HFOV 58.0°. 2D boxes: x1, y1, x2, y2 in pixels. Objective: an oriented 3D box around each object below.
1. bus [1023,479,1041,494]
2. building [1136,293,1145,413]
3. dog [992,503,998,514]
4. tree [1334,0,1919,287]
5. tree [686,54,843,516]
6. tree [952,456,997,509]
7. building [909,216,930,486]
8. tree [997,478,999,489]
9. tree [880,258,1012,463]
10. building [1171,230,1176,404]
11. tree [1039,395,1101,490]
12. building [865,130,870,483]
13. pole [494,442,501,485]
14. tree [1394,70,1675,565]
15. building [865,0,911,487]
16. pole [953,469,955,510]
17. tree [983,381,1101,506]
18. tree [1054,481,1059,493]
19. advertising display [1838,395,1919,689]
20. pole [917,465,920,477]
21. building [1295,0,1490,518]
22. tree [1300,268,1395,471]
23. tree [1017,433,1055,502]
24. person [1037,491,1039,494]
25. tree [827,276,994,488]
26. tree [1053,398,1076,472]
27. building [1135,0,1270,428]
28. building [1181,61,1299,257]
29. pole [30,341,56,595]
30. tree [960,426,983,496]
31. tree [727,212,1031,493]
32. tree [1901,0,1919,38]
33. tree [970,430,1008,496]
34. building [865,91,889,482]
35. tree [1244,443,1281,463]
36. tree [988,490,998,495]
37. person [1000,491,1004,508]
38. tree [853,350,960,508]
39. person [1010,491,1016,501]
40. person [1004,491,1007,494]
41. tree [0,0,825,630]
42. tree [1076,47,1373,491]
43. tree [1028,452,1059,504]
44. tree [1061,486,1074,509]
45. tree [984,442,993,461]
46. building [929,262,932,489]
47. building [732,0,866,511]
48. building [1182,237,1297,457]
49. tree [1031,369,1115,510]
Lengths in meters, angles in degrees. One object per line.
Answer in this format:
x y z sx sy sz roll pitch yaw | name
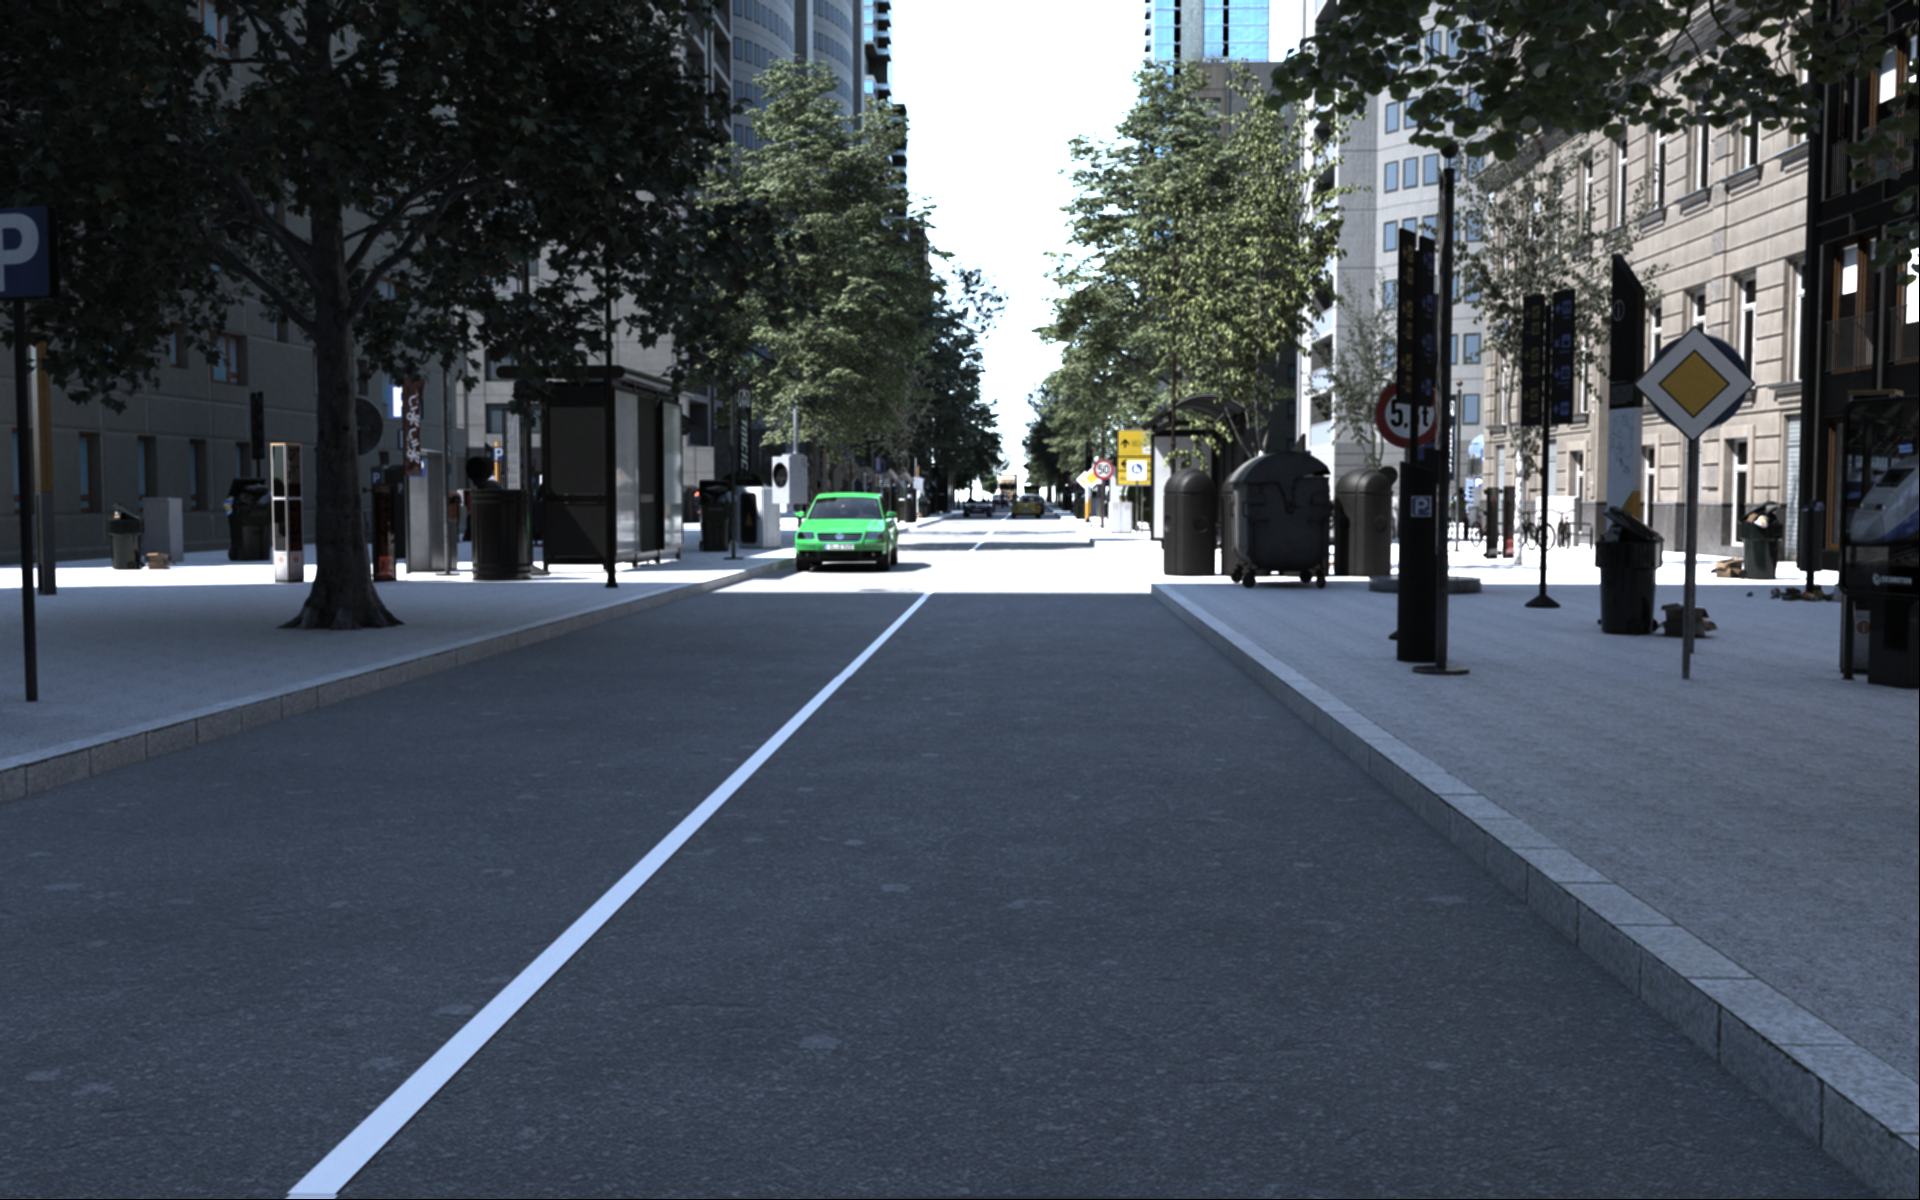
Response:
11.550 -17.564 278.724 2.896 3.916 12.252 0 4 2 | bus
42.631 -36.895 295.116 32.217 40.220 23.993 0 4 2 | building
2.247 -6.459 122.443 0.513 0.831 0.800 -2 4 -30 | dog
3.709 -5.375 6.014 7.486 12.596 7.792 0 3 0 | tree
-3.975 -7.815 45.898 7.486 12.596 7.792 0 3 0 | tree
-0.111 -9.872 145.118 4.285 4.588 4.351 0 3 0 | tree
-12.268 -38.653 282.079 14.600 45.320 14.200 0 4 2 | building
4.349 -16.630 255.605 4.285 4.588 4.351 0 3 0 | tree
-2.975 -16.749 129.739 12.611 20.169 13.585 0 3 0 | tree
29.050 -25.101 182.106 14.160 30.474 14.107 0 4 2 | building
7.534 -9.849 111.397 4.360 8.622 3.978 0 3 0 | tree
-17.273 -30.663 184.936 14.154 41.232 14.086 0 4 2 | building
-17.991 -4.500 67.412 0.158 3.312 0.155 0 3 0 | pole
10.297 -4.929 30.949 4.360 8.622 3.978 0 3 0 | tree
-17.648 -57.847 258.462 22.319 86.520 31.000 0 4 2 | building
-0.477 -8.940 140.008 0.158 3.312 0.155 0 3 0 | pole
10.314 -16.515 180.397 12.009 13.543 11.850 0 3 0 | tree
12.691 -13.784 219.977 1.663 3.219 1.824 0 3 0 | tree
6.239 -0.385 11.516 0.123 1.923 0.974 -1 4 -12 | advertising display
-2.903 -7.847 122.135 0.158 3.312 0.155 0 3 0 | pole
33.743 -33.692 92.860 28.212 58.520 21.231 0 4 2 | building
13.130 -6.440 55.651 4.360 8.622 3.978 0 3 0 | tree
14.857 -23.639 293.151 9.857 13.997 8.962 0 3 0 | tree
9.184 -11.894 202.976 0.705 1.824 1.348 -1 4 -16 | person
-2.838 -11.869 100.720 9.857 13.997 8.962 0 3 0 | tree
9.031 -11.060 131.197 4.737 8.622 4.395 0 3 0 | tree
36.056 -58.338 266.501 22.319 86.520 31.000 0 4 2 | building
28.223 -29.598 167.514 14.154 41.232 14.086 0 4 2 | building
-11.649 -1.722 22.000 0.158 3.312 0.155 0 3 0 | pole
-0.872 -12.540 155.399 4.360 8.622 3.978 0 3 0 | tree
-4.520 -8.294 61.360 9.928 11.665 9.643 0 3 0 | tree
10.783 -3.961 15.117 4.360 8.622 3.978 0 3 0 | tree
2.630 -17.875 226.666 7.601 10.594 8.767 -1 4 -15 | tree
-19.836 -35.435 203.071 21.300 48.544 21.600 0 4 2 | building
19.222 -7.625 108.374 4.285 4.588 4.351 0 3 0 | tree
5.265 -17.178 275.459 1.663 3.219 1.824 0 3 0 | tree
4.253 -10.232 176.515 0.721 1.735 1.217 -1 4 -12 | person
-2.970 -8.226 84.858 4.360 8.622 3.978 0 3 0 | tree
6.347 -11.757 201.443 1.217 1.735 0.721 -1 4 -13 | person
5.647 -12.597 214.327 0.709 1.838 0.599 1 4 22 | person
-6.108 -6.081 16.429 9.611 12.733 9.660 0 3 0 | tree
4.896 -4.807 28.961 4.737 8.622 4.395 0 3 0 | tree
13.268 -18.383 234.978 8.767 10.594 7.601 -1 4 -17 | tree
10.132 -9.625 151.967 1.663 3.219 1.824 0 3 0 | tree
2.039 -15.546 204.544 4.360 8.622 3.978 0 3 0 | tree
-12.254 -37.495 296.628 14.154 41.232 14.086 0 4 2 | building
-20.709 -38.007 163.420 21.231 58.520 28.212 0 4 2 | building
31.096 -17.468 130.636 27.650 21.520 28.899 0 4 2 | building
8.756 -13.136 140.521 9.928 11.665 9.643 0 3 0 | tree
